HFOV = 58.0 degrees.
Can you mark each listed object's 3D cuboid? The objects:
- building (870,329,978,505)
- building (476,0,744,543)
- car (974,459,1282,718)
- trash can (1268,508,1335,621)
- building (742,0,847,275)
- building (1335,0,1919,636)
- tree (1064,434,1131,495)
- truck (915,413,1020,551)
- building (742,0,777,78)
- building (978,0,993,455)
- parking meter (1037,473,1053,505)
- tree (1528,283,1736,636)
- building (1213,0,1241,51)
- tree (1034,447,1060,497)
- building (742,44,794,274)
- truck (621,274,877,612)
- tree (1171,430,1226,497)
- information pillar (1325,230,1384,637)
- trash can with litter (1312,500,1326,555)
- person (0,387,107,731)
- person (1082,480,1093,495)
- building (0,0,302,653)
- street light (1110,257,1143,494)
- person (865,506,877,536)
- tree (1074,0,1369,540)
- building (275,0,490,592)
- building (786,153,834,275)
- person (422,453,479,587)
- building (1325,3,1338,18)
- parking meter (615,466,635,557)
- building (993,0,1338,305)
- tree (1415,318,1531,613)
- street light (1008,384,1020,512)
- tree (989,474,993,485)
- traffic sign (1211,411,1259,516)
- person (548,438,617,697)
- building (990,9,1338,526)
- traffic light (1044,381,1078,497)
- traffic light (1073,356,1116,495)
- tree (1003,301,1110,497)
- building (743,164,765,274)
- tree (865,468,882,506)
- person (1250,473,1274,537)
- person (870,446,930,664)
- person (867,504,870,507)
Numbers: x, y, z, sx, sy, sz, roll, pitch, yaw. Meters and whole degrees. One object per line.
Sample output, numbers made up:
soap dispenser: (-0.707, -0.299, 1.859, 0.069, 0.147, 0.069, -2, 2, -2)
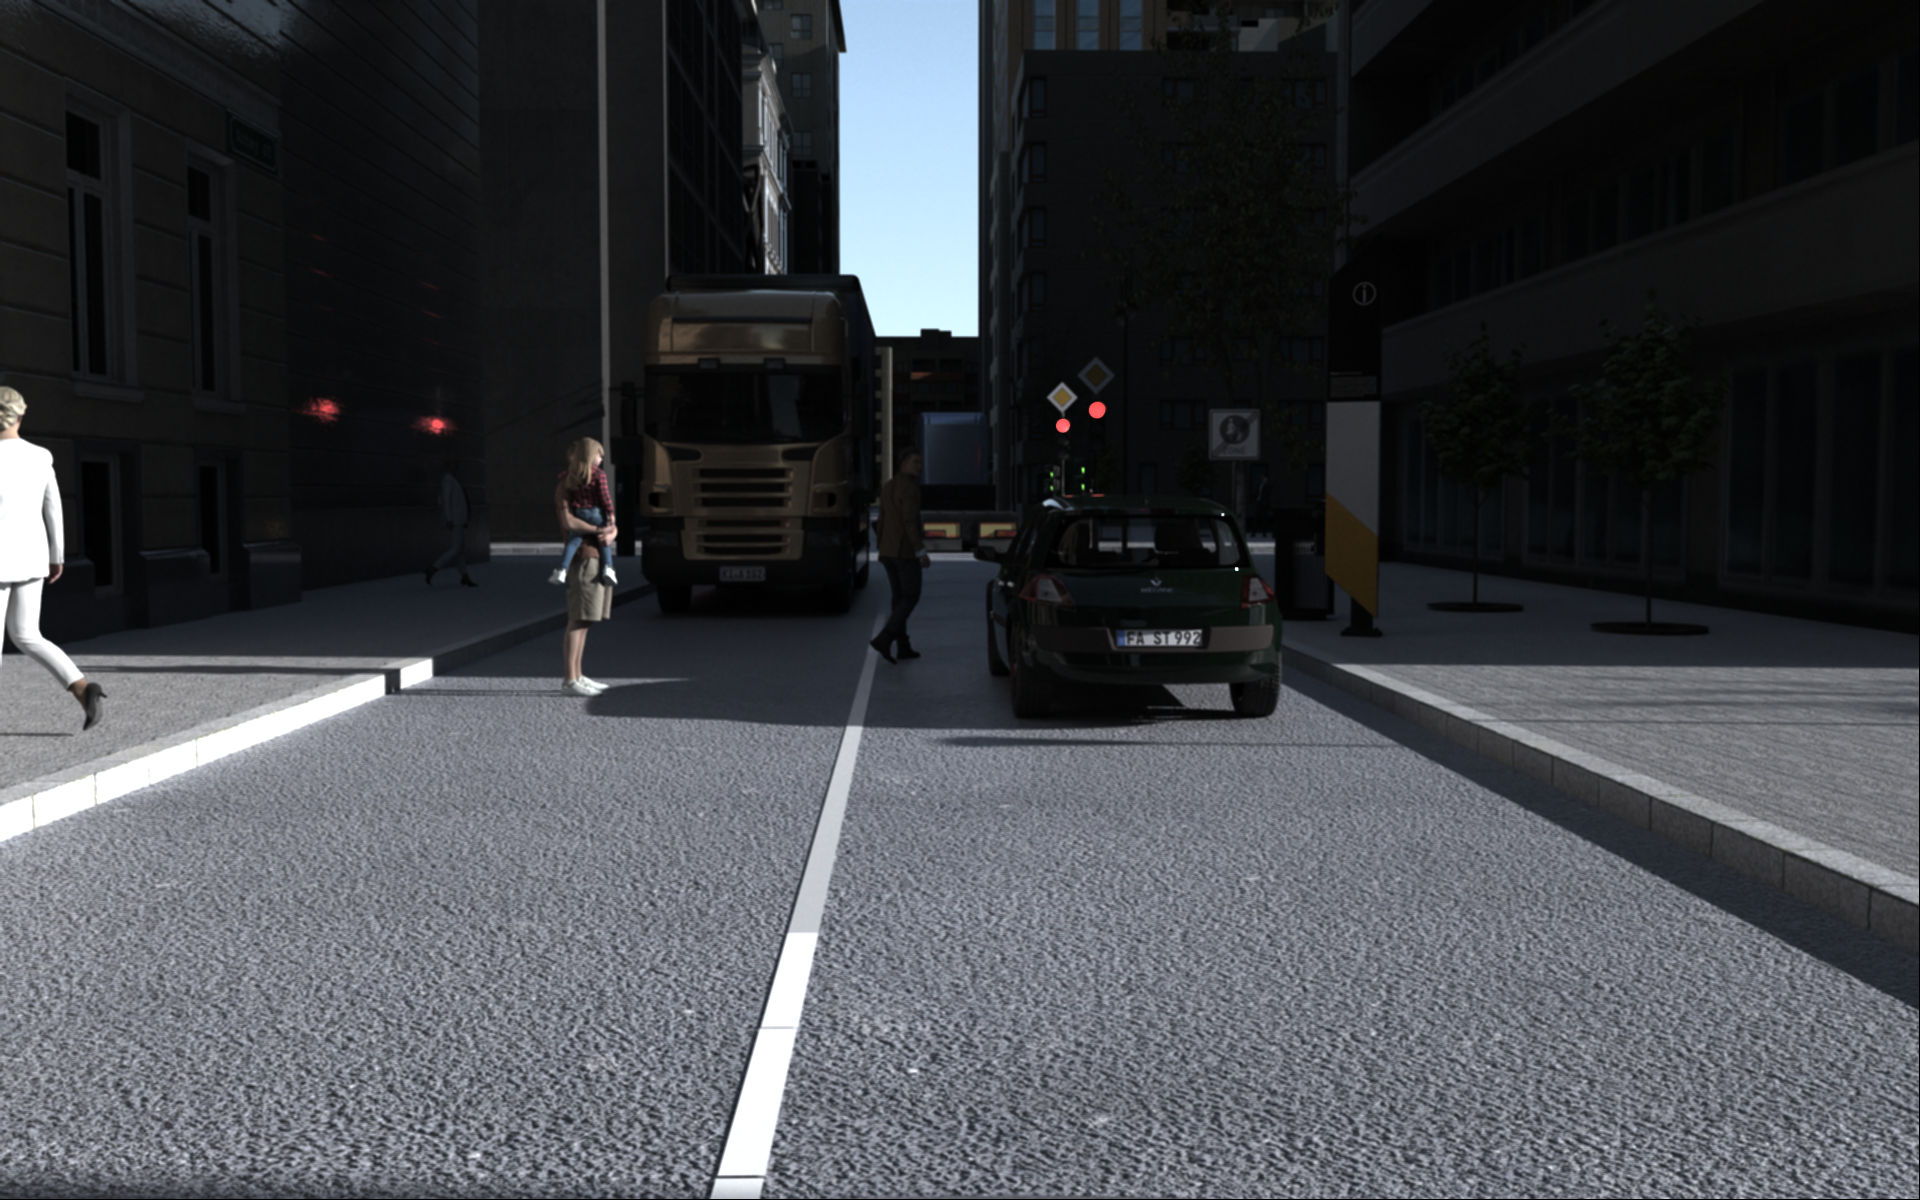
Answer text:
building: (-2.950, -22.784, 217.555, 28.899, 21.520, 27.650, 0, 4, -2)
building: (-15.101, -16.063, 56.130, 14.314, 27.812, 24.014, 0, 4, -2)
car: (1.127, -0.167, 12.521, 2.009, 1.686, 4.222, 0, 4, -2)
trash can: (3.523, -0.370, 17.704, 0.748, 1.137, 0.748, 0, 3, 0)
building: (-25.795, -35.939, 176.841, 27.495, 52.752, 28.713, 0, 4, -2)
building: (18.136, -24.358, 21.959, 21.300, 48.544, 21.600, 0, 4, -2)
tree: (4.036, -3.272, 48.094, 1.663, 3.219, 1.824, 0, 3, 0)
truck: (-0.059, -3.776, 51.496, 2.967, 4.110, 18.799, 0, 4, -2)
building: (-26.913, -26.785, 129.821, 32.217, 40.220, 23.993, 0, 4, -2)
building: (12.374, -38.882, 177.718, 21.231, 58.520, 28.212, 0, 4, -2)
parking meter: (2.380, -2.628, 48.673, 0.399, 1.863, 0.255, -2, 4, -26)
tree: (6.309, -1.317, 16.135, 1.663, 3.219, 1.824, 0, 3, 0)
building: (9.570, -28.195, 111.091, 14.600, 45.320, 14.200, 0, 4, -2)
tree: (3.424, -4.026, 60.429, 1.663, 3.219, 1.824, 0, 3, 0)
building: (-17.055, -19.308, 101.592, 13.634, 28.700, 20.117, 0, 4, -2)
truck: (-2.559, -2.172, 24.421, 2.839, 4.237, 11.283, 0, 4, -1)
tree: (7.194, -3.528, 52.280, 1.663, 3.219, 1.824, 0, 3, 0)
information pillar: (3.555, -1.482, 15.581, 0.504, 3.616, 0.183, 2, 4, 24)
trash can with litter: (7.552, -1.517, 36.191, 0.624, 1.170, 1.055, 0, 4, -2)
person: (-4.937, -0.194, 9.089, 0.818, 1.842, 0.514, 0, 4, 4)
person: (2.855, -1.879, 39.571, 0.599, 1.781, 0.374, 3, 5, 41)
building: (-13.779, -13.698, 9.860, 13.634, 28.700, 20.117, 0, 4, -2)
street light: (3.238, -3.739, 33.918, 0.468, 5.910, 1.993, 0, 4, -2)
person: (-3.032, -2.856, 55.405, 1.509, 1.804, 0.699, -2, 4, -30)
tree: (3.935, -4.548, 24.726, 4.737, 8.622, 4.395, 0, 3, 0)
building: (-20.886, -13.997, 26.115, 25.104, 27.353, 12.463, 0, 4, -2)
building: (-18.179, -23.099, 149.377, 14.160, 30.474, 14.107, 0, 4, -2)
person: (-7.001, -1.090, 23.738, 0.818, 1.842, 0.514, -2, 4, -33)
building: (36.432, -47.421, 213.580, 20.611, 71.187, 20.563, 0, 4, -2)
parking meter: (-6.905, -1.835, 35.706, 0.255, 1.863, 0.399, -3, 5, -43)
building: (16.849, -34.285, 149.806, 28.713, 52.752, 27.495, 0, 4, -2)
tree: (5.854, -1.500, 19.129, 1.663, 3.219, 1.824, 0, 3, 0)
street light: (2.248, -6.061, 71.877, 0.468, 5.910, 1.993, 0, 4, -2)
tree: (1.600, -6.356, 98.522, 1.663, 3.219, 1.824, 0, 3, 0)
traffic sign: (3.318, -1.154, 21.003, 0.606, 2.300, 0.079, 0, 4, 3)
person: (-2.676, -0.237, 12.351, 0.573, 1.828, 0.580, -3, 5, -40)
building: (15.894, -14.523, 82.484, 27.650, 21.520, 28.899, 0, 4, -2)
traffic light: (2.533, -3.330, 43.374, 0.839, 4.253, 0.868, 0, 4, -2)
traffic light: (2.750, -2.842, 35.392, 0.839, 4.253, 0.868, 0, 4, -2)
tree: (3.610, -7.050, 65.625, 4.360, 8.622, 3.978, 0, 3, 0)
building: (-17.219, -12.800, 76.730, 16.820, 18.784, 16.811, 0, 4, -2)
tree: (-10.209, -12.652, 190.573, 4.285, 4.588, 4.351, 0, 3, 0)
person: (8.971, -2.816, 51.443, 0.648, 1.900, 0.474, 2, 4, 24)
person: (-0.492, -0.391, 14.806, 0.656, 1.842, 0.836, 2, 4, 28)
person: (-8.912, -9.748, 165.864, 0.568, 1.767, 0.683, 0, 4, 4)
